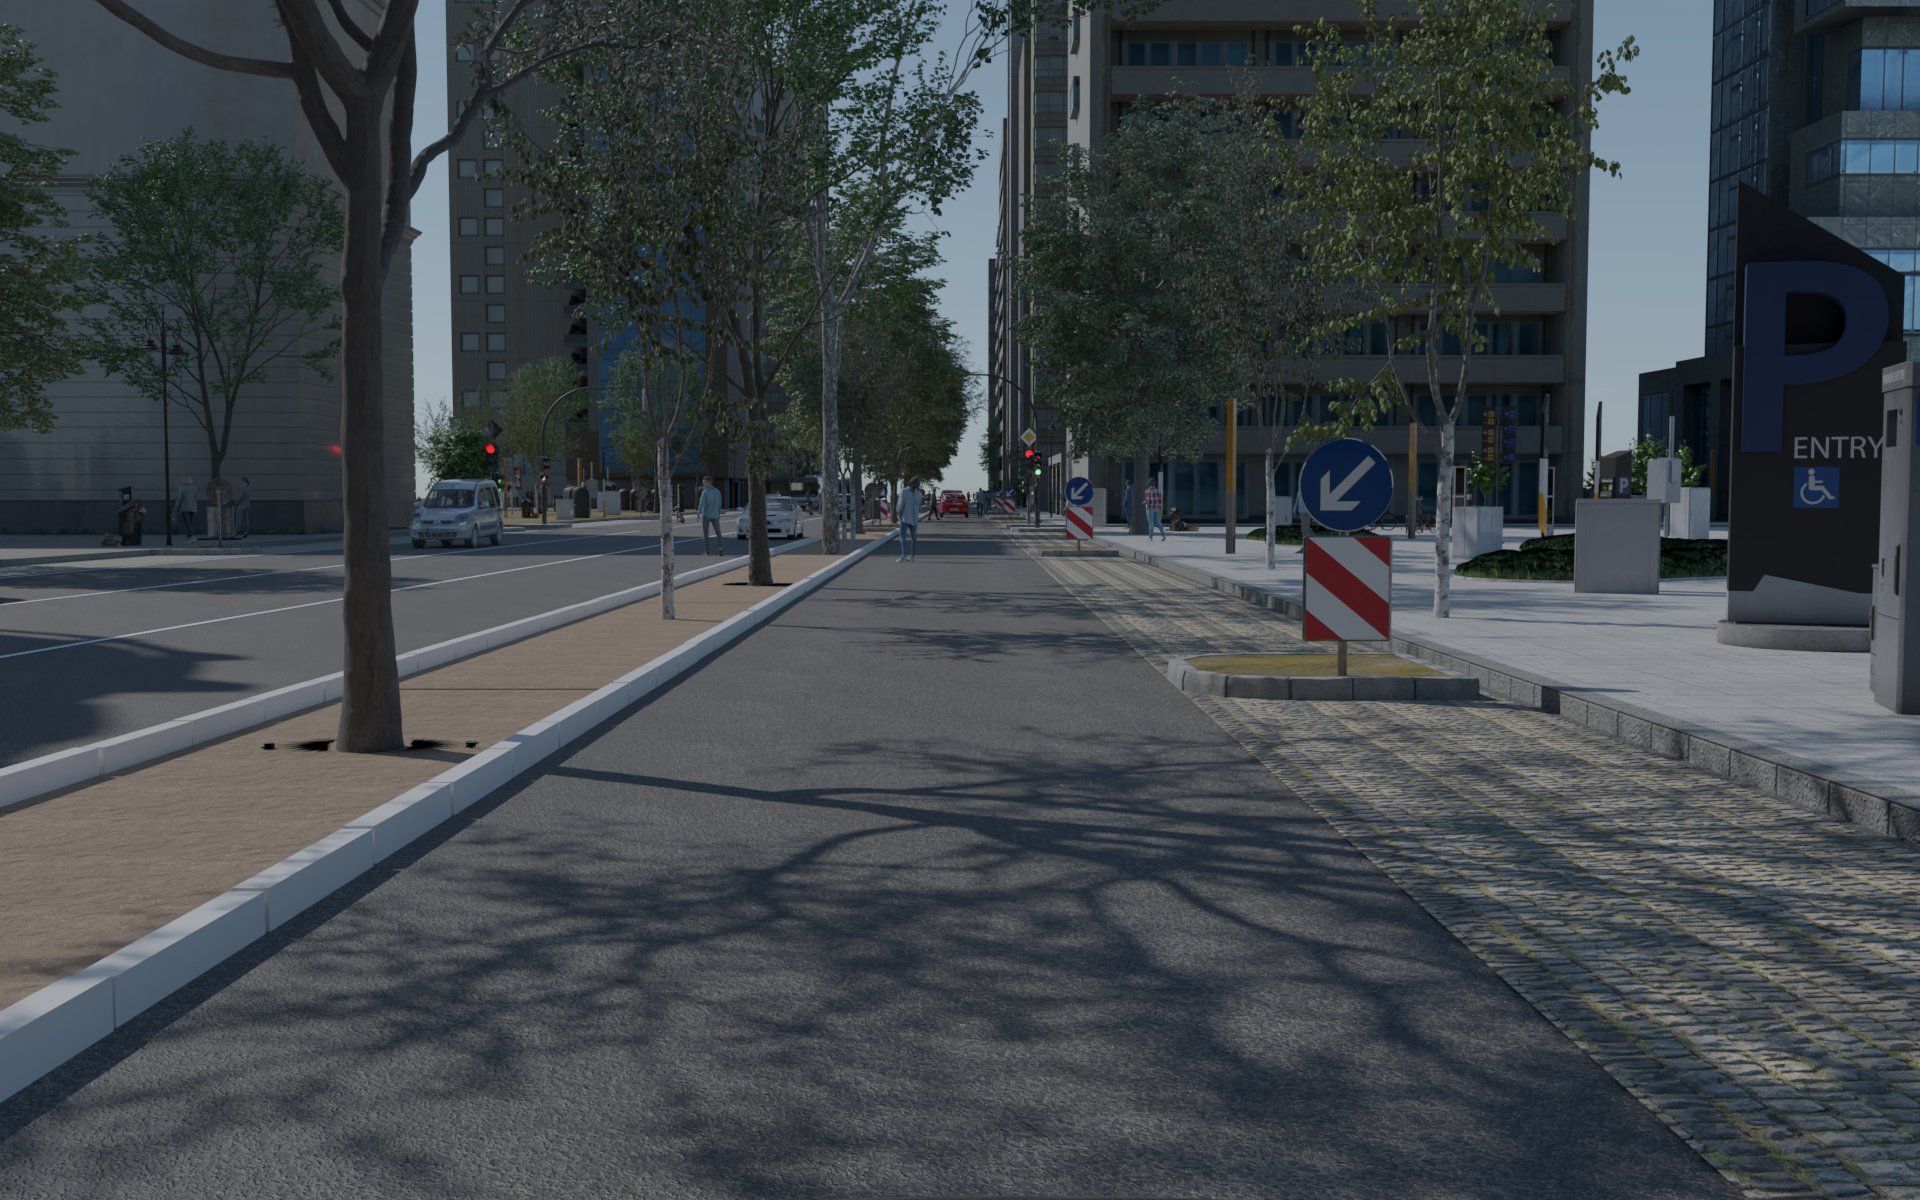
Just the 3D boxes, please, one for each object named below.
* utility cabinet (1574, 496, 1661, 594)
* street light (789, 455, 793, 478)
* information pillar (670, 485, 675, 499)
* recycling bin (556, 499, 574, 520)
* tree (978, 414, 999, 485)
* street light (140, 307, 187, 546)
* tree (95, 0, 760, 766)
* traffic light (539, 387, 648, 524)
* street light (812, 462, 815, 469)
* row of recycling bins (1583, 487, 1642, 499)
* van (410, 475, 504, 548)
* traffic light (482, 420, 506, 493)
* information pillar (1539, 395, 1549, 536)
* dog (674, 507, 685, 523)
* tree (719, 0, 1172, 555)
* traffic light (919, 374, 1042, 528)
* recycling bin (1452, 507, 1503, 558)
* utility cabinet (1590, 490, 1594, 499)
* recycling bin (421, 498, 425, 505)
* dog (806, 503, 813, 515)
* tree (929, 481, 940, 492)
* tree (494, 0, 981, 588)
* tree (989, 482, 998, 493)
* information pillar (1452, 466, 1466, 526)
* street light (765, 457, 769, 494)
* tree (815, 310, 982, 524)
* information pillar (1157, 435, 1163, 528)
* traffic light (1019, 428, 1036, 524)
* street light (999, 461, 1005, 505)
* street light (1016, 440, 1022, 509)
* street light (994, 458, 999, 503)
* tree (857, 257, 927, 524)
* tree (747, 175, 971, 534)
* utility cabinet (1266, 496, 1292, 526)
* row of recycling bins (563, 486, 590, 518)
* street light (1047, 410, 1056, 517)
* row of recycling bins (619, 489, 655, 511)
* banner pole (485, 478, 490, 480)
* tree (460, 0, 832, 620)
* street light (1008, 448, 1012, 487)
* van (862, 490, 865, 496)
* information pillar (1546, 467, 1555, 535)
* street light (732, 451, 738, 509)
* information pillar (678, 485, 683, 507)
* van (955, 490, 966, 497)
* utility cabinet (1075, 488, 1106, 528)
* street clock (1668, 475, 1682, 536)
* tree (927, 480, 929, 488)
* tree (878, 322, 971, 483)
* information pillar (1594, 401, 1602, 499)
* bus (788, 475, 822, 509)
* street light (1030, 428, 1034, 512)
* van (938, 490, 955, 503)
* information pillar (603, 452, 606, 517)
[{"bbox_3d":[8.508,-0.689,22.427,1.020,1.237,0.306,1,4,18],"label":"utility cabinet"},{"bbox_3d":[-19.715,-14.061,202.691,0.468,5.910,1.993,0,3,0],"label":"street light"},{"bbox_3d":[-23.988,-8.564,144.507,0.304,2.012,0.304,3,5,41],"label":"information pillar"},{"bbox_3d":[-19.895,-4.565,87.194,0.722,1.027,0.722,0,4,4],"label":"recycling bin"},{"bbox_3d":[5.882,-19.740,240.877,7.486,12.596,7.792,0,3,0],"label":"tree"},{"bbox_3d":[-19.687,-4.290,42.936,0.468,5.910,1.993,0,3,0],"label":"street light"},{"bbox_3d":[-3.332,-5.909,9.437,12.009,13.543,11.850,0,3,0],"label":"tree"},{"bbox_3d":[-15.560,-6.048,73.546,4.771,5.953,1.251,0,3,0],"label":"traffic light"},{"bbox_3d":[-19.666,-15.943,233.458,0.468,5.910,1.993,0,3,0],"label":"street light"},{"bbox_3d":[32.778,-4.818,85.887,3.534,1.692,1.069,-1,4,-20],"label":"row of recycling bins"},{"bbox_3d":[-13.728,-2.467,47.341,2.013,2.044,4.112,0,4,-1],"label":"van"},{"bbox_3d":[-17.655,-4.685,65.526,0.839,4.253,0.868,0,3,0],"label":"traffic light"},{"bbox_3d":[13.757,-3.024,40.801,0.183,3.616,0.504,2,4,31],"label":"information pillar"},{"bbox_3d":[-13.707,-4.151,84.704,0.513,0.831,0.800,-1,4,-16],"label":"dog"},{"bbox_3d":[-1.812,-11.061,39.189,12.611,20.169,13.585,0,3,0],"label":"tree"},{"bbox_3d":[0.814,-5.549,65.393,4.771,5.953,1.251,0,3,0],"label":"traffic light"},{"bbox_3d":[10.390,-1.359,34.773,0.722,1.027,0.722,-2,4,-31],"label":"recycling bin"},{"bbox_3d":[30.416,-4.533,82.787,0.318,1.500,1.173,0,4,5],"label":"utility cabinet"},{"bbox_3d":[-31.674,-5.533,103.014,0.722,1.027,0.722,-1,4,-14],"label":"recycling bin"},{"bbox_3d":[-10.015,-6.114,116.804,0.800,0.831,0.513,-1,4,-9],"label":"dog"},{"bbox_3d":[-3.260,-11.393,139.102,4.360,8.622,3.978,0,3,0],"label":"tree"},{"bbox_3d":[-3.222,-6.027,26.747,9.928,11.665,9.643,0,3,0],"label":"tree"},{"bbox_3d":[4.885,-15.470,247.535,1.663,3.219,1.824,0,3,0],"label":"tree"},{"bbox_3d":[13.152,-2.518,45.655,0.304,2.012,0.304,1,4,10],"label":"information pillar"},{"bbox_3d":[-19.675,-12.465,176.587,0.468,5.910,1.993,0,3,0],"label":"street light"},{"bbox_3d":[-3.186,-8.912,82.580,8.767,10.594,7.601,0,3,0],"label":"tree"},{"bbox_3d":[7.523,-4.500,64.934,0.183,3.616,0.504,1,4,17],"label":"information pillar"},{"bbox_3d":[2.909,-5.174,73.518,0.839,4.253,0.868,0,3,0],"label":"traffic light"},{"bbox_3d":[5.034,-13.809,198.561,0.468,5.910,1.993,0,3,0],"label":"street light"},{"bbox_3d":[5.001,-10.727,148.179,0.468,5.910,1.993,0,3,0],"label":"street light"},{"bbox_3d":[4.999,-15.418,224.870,0.468,5.910,1.993,0,3,0],"label":"street light"},{"bbox_3d":[-3.066,-5.909,49.437,4.360,8.622,3.978,0,3,0],"label":"tree"},{"bbox_3d":[-3.520,-8.572,60.738,7.486,12.596,7.792,0,3,0],"label":"tree"},{"bbox_3d":[9.351,-2.420,50.723,0.306,1.237,1.020,3,5,40],"label":"utility cabinet"},{"bbox_3d":[-20.680,-5.259,93.100,1.069,1.692,3.534,-1,4,-23],"label":"row of recycling bins"},{"bbox_3d":[5.009,-7.473,94.977,0.468,5.910,1.993,0,3,0],"label":"street light"},{"bbox_3d":[-24.687,-7.759,133.977,3.534,1.692,1.069,-2,4,-33],"label":"row of recycling bins"},{"bbox_3d":[-39.195,-9.401,143.716,0.863,3.779,0.401,2,4,27],"label":"banner pole"},{"bbox_3d":[-3.308,-4.061,19.212,4.360,8.622,3.978,0,3,0],"label":"tree"},{"bbox_3d":[4.994,-12.176,171.870,0.468,5.910,1.993,0,3,0],"label":"street light"},{"bbox_3d":[-14.177,-14.453,240.695,2.240,2.365,5.245,0,4,-1],"label":"van"},{"bbox_3d":[16.039,-2.613,47.214,0.304,2.012,0.304,1,4,20],"label":"information pillar"},{"bbox_3d":[-19.588,-10.868,150.484,0.468,5.910,1.993,0,3,0],"label":"street light"},{"bbox_3d":[-22.238,-8.147,137.693,0.304,2.012,0.304,-2,4,-30],"label":"information pillar"},{"bbox_3d":[-0.403,-10.489,178.506,2.013,2.044,4.112,0,4,0],"label":"van"},{"bbox_3d":[4.959,-3.491,65.758,1.173,1.500,0.318,2,4,31],"label":"utility cabinet"},{"bbox_3d":[21.584,-2.931,52.484,0.471,2.002,0.358,3,5,43],"label":"street clock"},{"bbox_3d":[-3.507,-7.493,75.327,4.360,8.622,3.978,0,3,0],"label":"tree"},{"bbox_3d":[-3.491,-13.617,131.745,9.857,13.997,8.962,0,3,0],"label":"tree"},{"bbox_3d":[16.029,-3.190,43.519,0.183,3.616,0.504,2,4,27],"label":"information pillar"},{"bbox_3d":[-14.202,-10.370,164.411,2.948,3.499,13.247,0,4,1],"label":"bus"},{"bbox_3d":[5.028,-9.096,121.511,0.468,5.910,1.993,0,3,0],"label":"street light"},{"bbox_3d":[-1.111,-9.573,163.534,2.013,2.044,4.112,0,4,-1],"label":"van"},{"bbox_3d":[-19.773,-6.411,96.176,0.183,3.616,0.504,-1,4,-10],"label":"information pillar"}]
